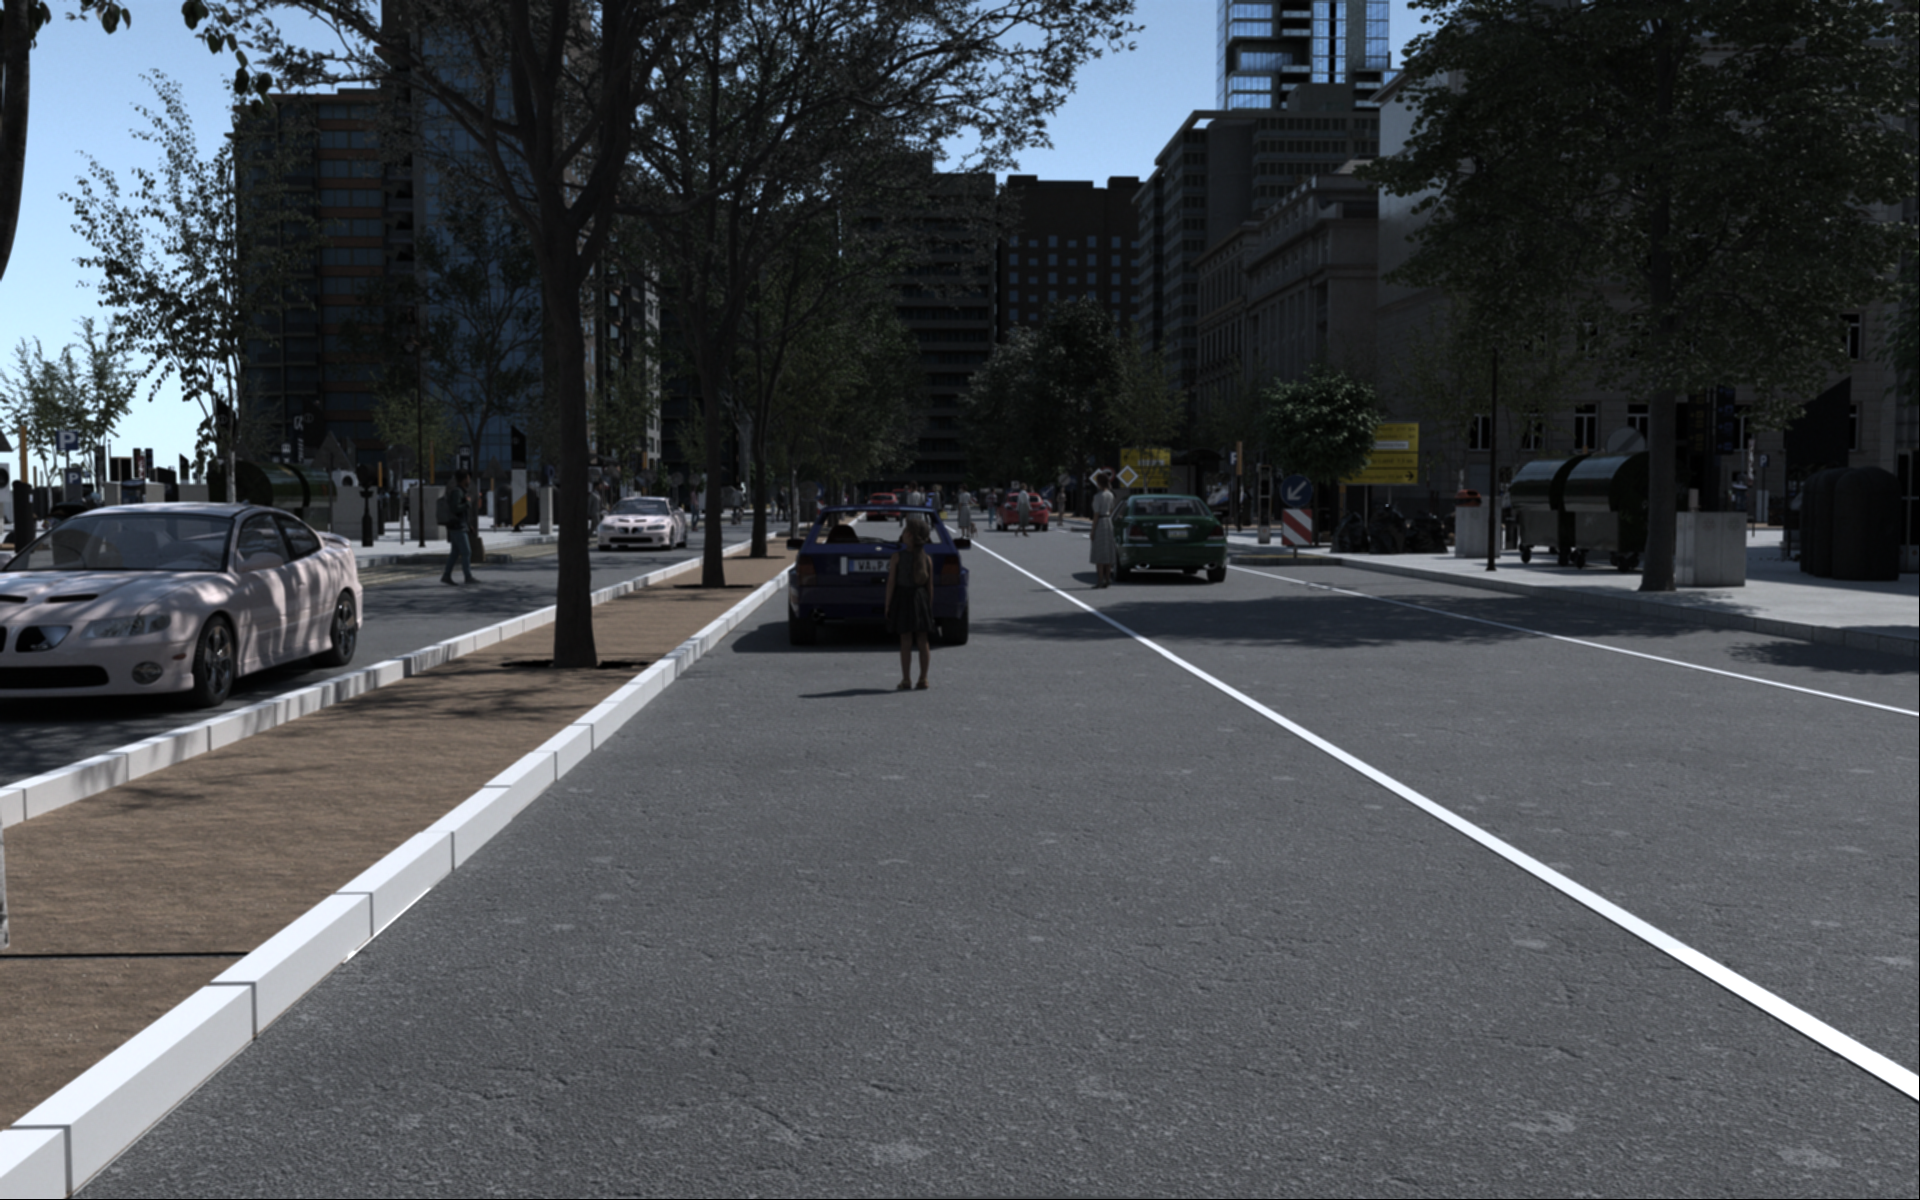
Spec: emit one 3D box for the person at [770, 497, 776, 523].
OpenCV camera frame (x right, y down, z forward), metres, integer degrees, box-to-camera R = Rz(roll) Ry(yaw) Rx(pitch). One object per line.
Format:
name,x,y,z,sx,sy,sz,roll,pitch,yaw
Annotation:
person,-9.291,-4.469,85.849,0.425,1.301,0.394,3,4,36

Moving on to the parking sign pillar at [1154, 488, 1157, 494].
parking sign pillar,15.436,-9.180,138.566,1.447,3.967,1.447,1,4,19

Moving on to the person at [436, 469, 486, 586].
person,-7.731,-1.124,26.865,0.713,1.824,0.794,0,4,1

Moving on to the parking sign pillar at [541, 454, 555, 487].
parking sign pillar,-27.708,-7.835,116.567,1.447,3.967,1.447,1,4,9

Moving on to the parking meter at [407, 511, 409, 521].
parking meter,-26.268,-4.714,82.787,0.255,1.863,0.399,-2,4,-26

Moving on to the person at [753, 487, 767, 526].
person,-8.894,-4.177,76.978,0.592,1.802,0.473,-1,4,-15

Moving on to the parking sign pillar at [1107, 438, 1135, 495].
parking sign pillar,7.814,-5.850,84.119,1.447,3.967,1.447,2,4,30

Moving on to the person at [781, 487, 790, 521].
person,-9.167,-5.013,90.641,0.526,1.800,0.537,-1,4,-13

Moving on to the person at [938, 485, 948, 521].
person,-0.843,-3.747,69.988,0.699,1.804,1.509,0,4,-1

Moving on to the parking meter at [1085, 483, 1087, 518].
parking meter,6.822,-5.300,92.366,0.255,1.863,0.399,-1,4,-13

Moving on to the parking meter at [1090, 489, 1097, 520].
parking meter,6.598,-4.723,85.633,0.372,1.533,0.369,0,3,0

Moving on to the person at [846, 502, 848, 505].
person,-8.518,-7.745,135.112,0.713,1.824,0.794,2,4,26

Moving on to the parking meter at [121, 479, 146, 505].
parking meter,-13.673,-1.239,28.677,0.372,1.533,0.369,0,3,0

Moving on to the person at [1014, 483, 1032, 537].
person,2.091,-3.029,58.246,0.641,1.798,0.478,-1,4,-23

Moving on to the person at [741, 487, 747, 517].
person,-13.325,-5.953,105.606,0.659,1.850,0.755,0,4,-2

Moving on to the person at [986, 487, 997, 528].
person,1.321,-3.901,73.121,0.563,1.720,0.643,3,5,44

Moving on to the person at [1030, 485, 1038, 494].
person,3.450,-4.518,82.149,0.659,1.850,0.755,2,4,26

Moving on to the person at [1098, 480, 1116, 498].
person,4.694,-2.921,55.622,0.648,1.900,0.474,-3,5,-41

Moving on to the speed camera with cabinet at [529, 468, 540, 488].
speed camera with cabinet,-32.786,-8.412,131.874,0.660,3.252,2.038,1,4,20

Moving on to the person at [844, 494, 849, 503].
person,-9.592,-8.343,148.137,0.991,1.433,0.599,-1,4,-19

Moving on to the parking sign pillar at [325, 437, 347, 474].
parking sign pillar,-29.682,-5.712,81.863,1.447,3.967,1.447,0,4,5

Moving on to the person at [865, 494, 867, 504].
person,-10.196,-10.776,187.953,0.557,1.426,1.065,1,4,9

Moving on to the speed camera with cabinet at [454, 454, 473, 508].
speed camera with cabinet,-25.057,-5.572,85.441,0.660,3.252,2.038,2,4,25

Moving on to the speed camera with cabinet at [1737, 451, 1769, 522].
speed camera with cabinet,36.325,-5.201,79.366,0.660,3.252,2.038,0,4,-1

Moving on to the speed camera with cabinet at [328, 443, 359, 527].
speed camera with cabinet,-24.406,-4.445,67.015,0.660,3.252,2.038,2,4,25

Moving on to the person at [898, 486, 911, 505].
person,-2.389,-4.071,75.239,0.661,1.801,0.590,-1,4,-15

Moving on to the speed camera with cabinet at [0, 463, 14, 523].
speed camera with cabinet,-41.978,-5.004,76.158,0.660,3.252,2.038,0,4,7

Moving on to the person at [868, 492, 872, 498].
person,-10.201,-11.398,196.325,0.415,1.643,0.593,-2,4,-31

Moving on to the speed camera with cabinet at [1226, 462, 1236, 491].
speed camera with cabinet,17.339,-7.249,112.850,0.660,3.252,2.038,1,4,19

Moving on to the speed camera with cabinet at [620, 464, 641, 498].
speed camera with cabinet,-21.578,-7.289,113.511,0.660,3.252,2.038,1,4,16

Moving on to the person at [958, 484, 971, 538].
person,0.124,-2.874,56.055,0.480,1.755,0.524,-2,4,-34

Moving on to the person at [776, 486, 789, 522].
person,-8.993,-4.860,87.733,0.755,1.850,0.659,2,4,33

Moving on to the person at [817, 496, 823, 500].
person,-10.844,-7.777,135.429,0.755,1.850,0.659,-2,4,-24

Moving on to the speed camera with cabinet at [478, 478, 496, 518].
speed camera with cabinet,-25.904,-6.139,94.716,2.038,3.252,0.660,-1,4,-16

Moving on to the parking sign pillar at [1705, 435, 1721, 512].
parking sign pillar,34.605,-5.576,79.641,1.447,3.967,1.447,1,4,15

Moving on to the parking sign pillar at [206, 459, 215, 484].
parking sign pillar,-42.357,-6.758,98.965,1.447,3.967,1.447,-3,5,-44

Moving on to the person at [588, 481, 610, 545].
person,-10.110,-2.402,48.054,0.850,1.792,0.678,1,4,9

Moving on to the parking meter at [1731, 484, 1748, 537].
parking meter,19.877,-2.188,44.181,0.372,1.533,0.369,0,3,0

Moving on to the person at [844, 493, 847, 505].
person,-10.650,-9.138,157.845,1.348,1.831,0.705,-1,4,-17

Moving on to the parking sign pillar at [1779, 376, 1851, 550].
parking sign pillar,19.686,-3.140,39.811,1.447,3.967,1.447,2,4,24

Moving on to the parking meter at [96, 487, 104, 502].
parking meter,-45.552,-5.259,91.702,0.255,1.863,0.399,-1,4,-17

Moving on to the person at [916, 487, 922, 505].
person,-1.790,-3.813,71.242,0.661,1.777,0.834,-3,4,-36

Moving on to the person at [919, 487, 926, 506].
person,-1.737,-4.408,80.971,0.834,1.777,0.661,3,5,42

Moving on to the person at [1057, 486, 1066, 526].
person,4.526,-4.170,77.015,0.599,1.781,0.374,-3,5,-44

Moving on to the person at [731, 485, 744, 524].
person,-10.614,-4.541,82.598,0.661,1.843,0.795,1,4,14

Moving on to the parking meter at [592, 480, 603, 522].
parking meter,-14.730,-3.959,70.434,0.399,1.863,0.255,1,4,10

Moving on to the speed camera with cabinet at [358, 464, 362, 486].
speed camera with cabinet,-39.992,-7.267,113.146,2.038,3.252,0.660,-1,4,-16

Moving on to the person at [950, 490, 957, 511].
person,-0.491,-8.157,142.673,0.445,1.727,0.742,2,4,26

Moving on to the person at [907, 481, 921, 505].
person,-1.183,-2.043,42.465,0.524,1.755,0.480,3,5,44

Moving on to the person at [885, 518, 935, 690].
person,-0.372,0.028,12.708,0.362,1.253,0.373,-1,4,-16

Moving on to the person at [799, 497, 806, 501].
person,-9.409,-5.790,104.174,0.522,1.701,0.512,1,4,13

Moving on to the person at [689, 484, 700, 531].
person,-10.224,-3.559,66.704,0.388,1.821,0.555,-2,4,-31

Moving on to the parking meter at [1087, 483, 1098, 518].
parking meter,6.822,-5.052,88.310,0.399,1.863,0.255,0,4,7

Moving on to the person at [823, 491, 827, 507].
person,-14.769,-11.202,192.472,1.217,1.723,0.721,2,4,27

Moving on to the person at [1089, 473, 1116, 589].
person,2.114,-1.058,26.371,0.524,1.755,0.480,3,5,42

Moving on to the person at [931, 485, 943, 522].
person,-0.914,-3.578,67.177,0.728,1.800,0.709,0,4,2

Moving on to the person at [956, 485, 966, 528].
person,0.094,-3.903,72.493,0.473,1.802,0.592,2,4,33
